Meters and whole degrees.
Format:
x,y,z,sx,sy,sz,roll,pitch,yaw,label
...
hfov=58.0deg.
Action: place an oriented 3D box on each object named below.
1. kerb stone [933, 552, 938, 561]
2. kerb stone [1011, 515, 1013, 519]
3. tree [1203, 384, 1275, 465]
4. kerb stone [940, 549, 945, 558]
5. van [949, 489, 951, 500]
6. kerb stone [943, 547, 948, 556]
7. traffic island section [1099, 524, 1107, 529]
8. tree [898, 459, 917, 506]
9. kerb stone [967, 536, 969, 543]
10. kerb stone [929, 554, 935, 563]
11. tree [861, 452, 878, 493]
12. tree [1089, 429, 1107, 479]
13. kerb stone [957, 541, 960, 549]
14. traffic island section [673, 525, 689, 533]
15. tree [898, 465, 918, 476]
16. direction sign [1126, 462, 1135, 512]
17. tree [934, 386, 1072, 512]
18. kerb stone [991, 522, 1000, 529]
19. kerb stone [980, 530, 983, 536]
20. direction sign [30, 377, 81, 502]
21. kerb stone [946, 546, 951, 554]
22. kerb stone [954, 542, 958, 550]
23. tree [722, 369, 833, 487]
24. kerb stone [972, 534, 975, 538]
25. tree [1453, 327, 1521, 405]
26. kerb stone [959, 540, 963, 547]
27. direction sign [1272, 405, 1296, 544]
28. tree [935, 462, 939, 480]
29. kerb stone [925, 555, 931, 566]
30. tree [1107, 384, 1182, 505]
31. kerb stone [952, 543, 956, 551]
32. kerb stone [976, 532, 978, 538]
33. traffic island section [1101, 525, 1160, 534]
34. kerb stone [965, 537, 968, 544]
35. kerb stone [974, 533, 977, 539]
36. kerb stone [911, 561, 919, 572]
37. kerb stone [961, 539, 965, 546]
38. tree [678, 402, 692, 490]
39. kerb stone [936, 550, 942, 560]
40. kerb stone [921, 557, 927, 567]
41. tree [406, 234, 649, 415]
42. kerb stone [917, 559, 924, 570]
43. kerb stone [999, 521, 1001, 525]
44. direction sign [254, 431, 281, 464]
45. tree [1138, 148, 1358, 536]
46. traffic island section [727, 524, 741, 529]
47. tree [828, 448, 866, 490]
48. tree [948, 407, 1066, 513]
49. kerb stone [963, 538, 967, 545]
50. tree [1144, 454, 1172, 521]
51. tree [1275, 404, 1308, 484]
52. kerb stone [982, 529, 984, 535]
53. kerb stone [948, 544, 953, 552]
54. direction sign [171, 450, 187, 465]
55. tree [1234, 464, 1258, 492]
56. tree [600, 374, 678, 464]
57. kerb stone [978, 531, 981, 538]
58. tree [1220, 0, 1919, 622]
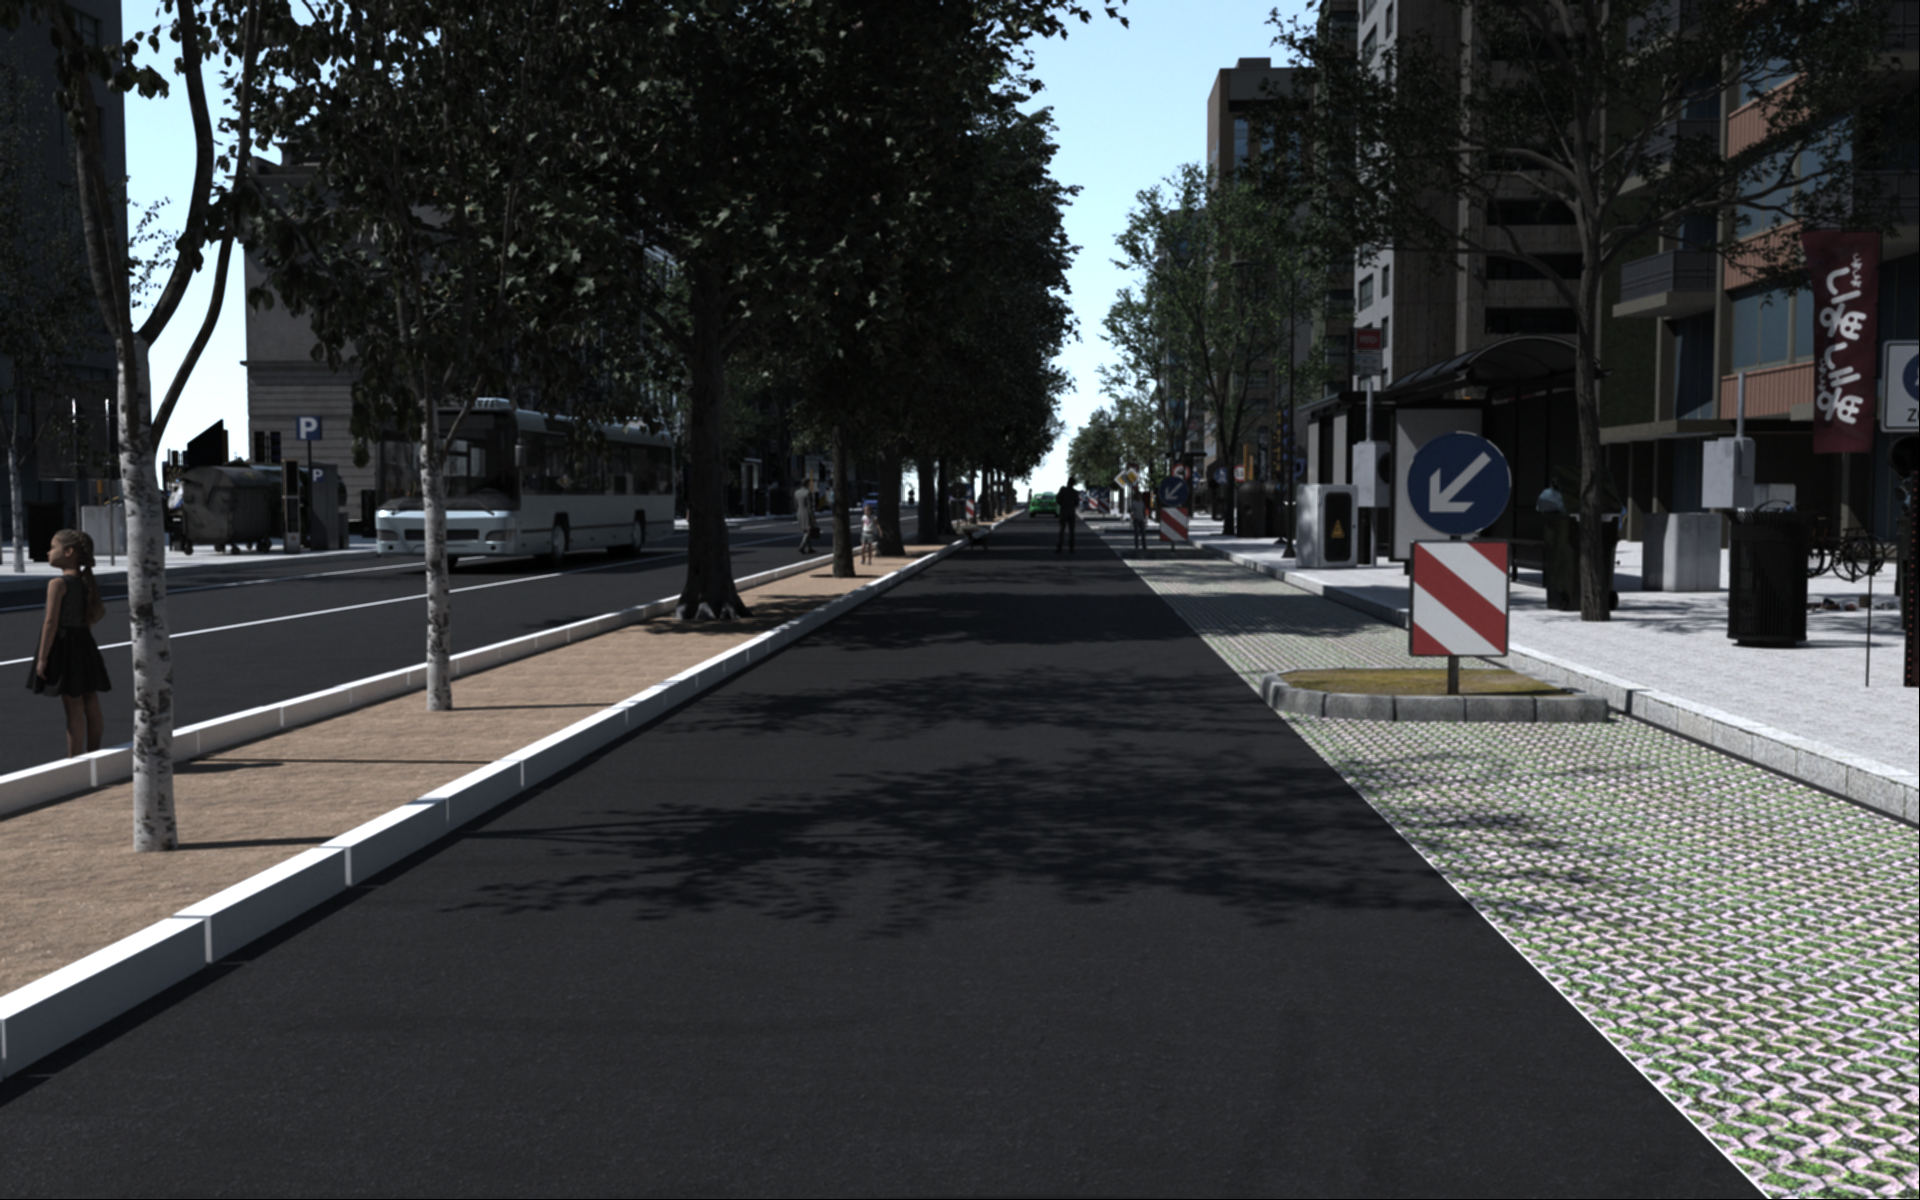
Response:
x,y,z,sx,sy,sz,roll,pitch,yaw,label
-0.607,-0.873,36.476,0.120,0.150,1.000,0,4,3,kerb stone
2.687,-4.467,95.392,0.120,0.150,1.000,0,4,3,kerb stone
18.436,-10.173,116.685,4.360,8.622,3.978,0,3,0,tree
-0.479,-0.996,38.519,0.120,0.150,1.000,0,4,3,kerb stone
-0.616,-11.497,192.358,2.240,2.365,5.245,0,4,4,van
-0.432,-1.059,39.549,0.120,0.150,1.000,0,4,3,kerb stone
6.770,-3.028,71.793,2.009,0.180,2.903,0,4,3,traffic island section
-6.136,-14.491,187.284,4.360,8.622,3.978,0,3,0,tree
0.141,-1.688,49.791,0.120,0.150,1.000,0,4,3,kerb stone
-0.664,-0.811,35.456,0.120,0.150,1.000,0,4,3,kerb stone
-8.166,-13.071,164.071,4.737,8.622,4.395,0,3,0,tree
13.515,-11.279,134.766,4.737,8.622,4.395,0,3,0,tree
-0.148,-1.371,44.657,0.120,0.150,1.000,0,4,3,kerb stone
-10.789,-2.599,64.776,2.009,0.180,2.903,0,4,3,traffic island section
-4.855,-18.919,219.695,12.009,13.543,11.850,0,3,0,tree
12.860,-8.452,130.180,0.876,3.537,0.379,3,4,38,direction sign
3.944,-13.970,141.239,12.009,13.543,11.850,0,3,0,tree
1.548,-3.220,74.910,0.120,0.150,1.000,0,4,3,kerb stone
0.599,-2.185,57.964,0.120,0.150,1.000,0,4,3,kerb stone
-17.509,-2.546,33.626,0.876,3.537,0.379,-2,4,-35,direction sign
-0.372,-1.121,40.569,0.120,0.150,1.000,0,4,3,kerb stone
-0.208,-1.311,43.636,0.120,0.150,1.000,0,4,3,kerb stone
-11.329,-10.799,110.975,7.601,10.594,8.767,2,4,34,tree
0.304,-1.875,52.855,0.120,0.150,1.000,0,4,3,kerb stone
23.914,-7.753,77.131,4.360,8.622,3.978,0,3,0,tree
-0.085,-1.436,45.677,0.120,0.150,1.000,0,4,3,kerb stone
8.257,-3.208,44.450,0.379,3.537,0.876,0,4,-7,direction sign
-3.907,-17.454,235.732,4.360,8.622,3.978,0,3,0,tree
-0.724,-0.748,34.425,0.120,0.150,1.000,0,4,3,kerb stone
11.850,-9.727,109.399,4.737,8.622,4.395,0,3,0,tree
-0.262,-1.249,42.611,0.120,0.150,1.000,0,4,3,kerb stone
0.418,-1.999,54.896,0.120,0.150,1.000,0,4,3,kerb stone
6.325,-2.541,63.820,2.009,0.180,2.903,0,4,3,traffic island section
0.079,-1.625,48.763,0.120,0.150,1.000,0,4,3,kerb stone
0.372,-1.938,53.875,0.120,0.150,1.000,0,4,3,kerb stone
-0.890,-0.561,31.363,0.120,0.150,1.000,0,4,3,kerb stone
-0.033,-1.499,46.704,0.120,0.150,1.000,0,4,3,kerb stone
-19.009,-10.058,114.818,4.737,8.622,4.395,0,3,0,tree
-0.539,-0.930,37.498,0.120,0.150,1.000,0,4,3,kerb stone
-0.780,-0.686,33.405,0.120,0.150,1.000,0,4,3,kerb stone
-13.974,-7.413,55.618,8.767,10.594,7.601,0,4,-1,tree
-0.827,-0.623,32.383,0.120,0.150,1.000,0,4,3,kerb stone
1.599,-3.287,75.939,0.120,0.150,1.000,0,4,3,kerb stone
-25.019,-4.322,62.668,0.876,3.537,0.379,-1,4,-20,direction sign
8.304,-7.809,53.441,9.928,11.665,9.643,0,3,0,tree
-10.344,-3.087,72.748,2.009,0.180,2.903,0,4,3,traffic island section
-9.342,-11.677,141.284,4.360,8.622,3.978,0,3,0,tree
3.793,-11.882,131.137,8.767,10.594,7.601,0,4,3,tree
0.026,-1.558,47.732,0.120,0.150,1.000,0,4,3,kerb stone
9.660,-5.480,84.197,1.663,3.219,1.824,0,3,0,tree
26.721,-11.739,142.288,4.360,8.622,3.978,0,3,0,tree
0.657,-2.251,58.993,0.120,0.150,1.000,0,4,3,kerb stone
-0.317,-1.186,41.590,0.120,0.150,1.000,0,4,3,kerb stone
-40.431,-5.989,89.911,0.876,3.537,0.379,0,4,-6,direction sign
16.110,-6.366,98.677,1.663,3.219,1.824,0,3,0,tree
-18.482,-8.953,96.744,4.737,8.622,4.395,0,3,0,tree
0.540,-2.125,56.943,0.120,0.150,1.000,0,4,3,kerb stone
6.101,-5.070,17.303,7.601,10.594,8.767,1,4,13,tree
